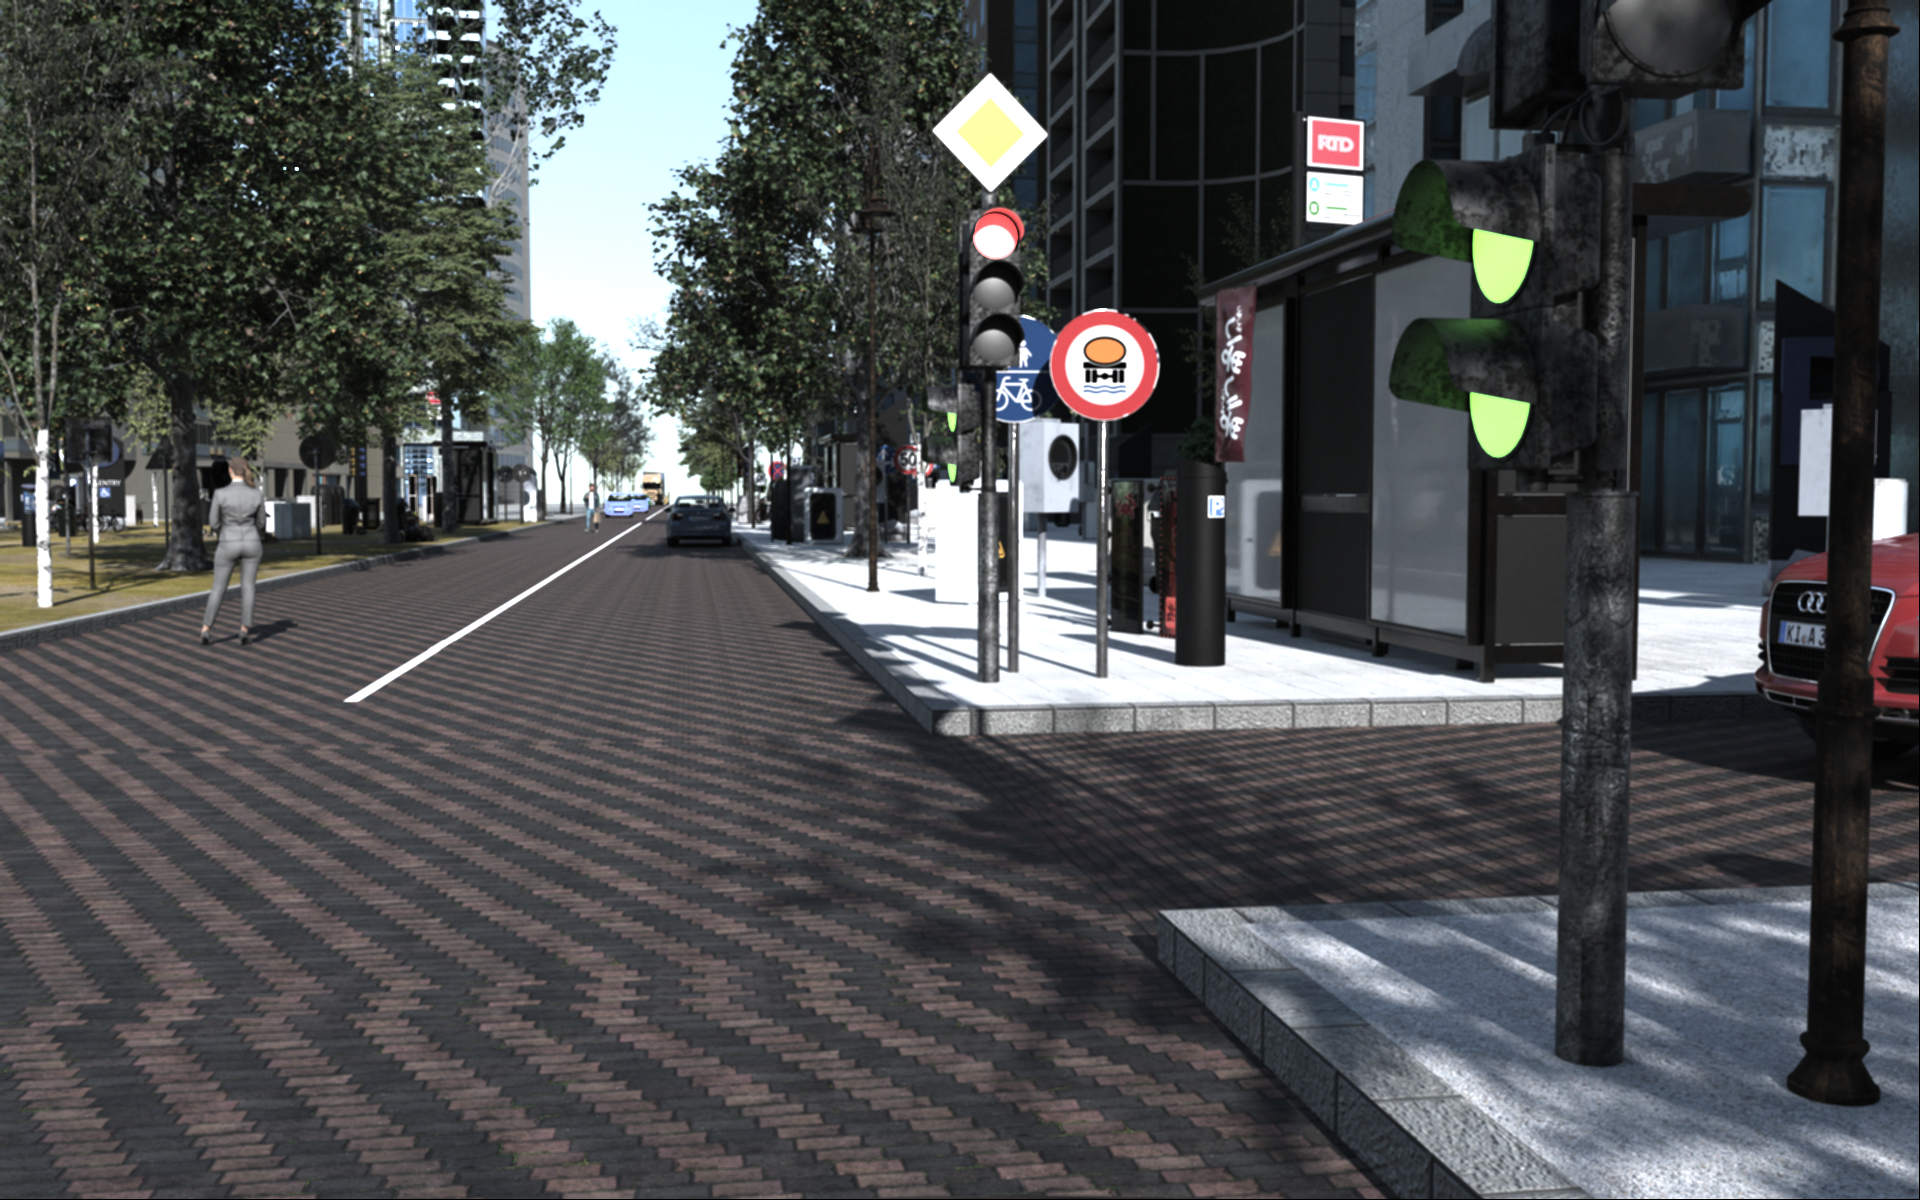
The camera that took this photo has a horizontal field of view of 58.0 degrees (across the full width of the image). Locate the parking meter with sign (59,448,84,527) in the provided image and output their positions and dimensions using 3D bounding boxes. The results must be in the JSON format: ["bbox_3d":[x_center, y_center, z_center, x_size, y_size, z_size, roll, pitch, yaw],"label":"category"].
[{"bbox_3d":[-34.059,-4.325,66.979,0.543,3.016,1.738,0,4,7],"label":"parking meter with sign"}]

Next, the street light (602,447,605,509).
[{"bbox_3d":[-30.783,-10.814,149.590,0.468,5.910,1.993,-1,4,-9],"label":"street light"}]

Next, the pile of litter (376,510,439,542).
[{"bbox_3d":[-14.959,-2.010,46.830,1.719,0.858,1.176,-1,4,-20],"label":"pile of litter"}]

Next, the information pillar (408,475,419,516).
[{"bbox_3d":[-21.139,-3.823,66.993,0.304,2.012,0.304,0,4,-5],"label":"information pillar"}]

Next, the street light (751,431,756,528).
[{"bbox_3d":[-7.741,-5.624,64.745,0.468,5.910,1.993,-1,4,-9],"label":"street light"}]

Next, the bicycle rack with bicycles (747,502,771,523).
[{"bbox_3d":[-8.357,-3.892,77.012,2.852,0.926,2.925,3,5,39],"label":"bicycle rack with bicycles"}]

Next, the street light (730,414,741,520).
[{"bbox_3d":[-10.995,-6.905,85.683,0.468,5.910,1.993,-1,4,-9],"label":"street light"}]

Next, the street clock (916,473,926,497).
[{"bbox_3d":[-1.197,-2.991,53.470,0.358,2.002,0.471,-1,4,-13],"label":"street clock"}]

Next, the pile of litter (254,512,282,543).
[{"bbox_3d":[-18.665,-1.954,45.911,1.719,0.858,1.176,1,4,18],"label":"pile of litter"}]

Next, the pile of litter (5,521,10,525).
[{"bbox_3d":[-37.994,-3.317,68.199,1.176,0.858,1.719,0,4,0],"label":"pile of litter"}]

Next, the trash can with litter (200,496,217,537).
[{"bbox_3d":[-22.820,-2.485,51.689,1.678,1.210,2.233,1,4,10],"label":"trash can with litter"}]

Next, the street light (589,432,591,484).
[{"bbox_3d":[-27.491,-9.533,128.658,0.468,5.910,1.993,-1,4,-9],"label":"street light"}]

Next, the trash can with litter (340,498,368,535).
[{"bbox_3d":[-19.182,-2.665,54.966,1.055,1.170,0.624,3,4,36],"label":"trash can with litter"}]

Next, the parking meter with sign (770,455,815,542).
[{"bbox_3d":[-4.238,-3.055,46.204,1.738,3.016,0.543,1,4,14],"label":"parking meter with sign"}]

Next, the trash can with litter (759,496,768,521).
[{"bbox_3d":[-9.618,-4.314,81.915,1.055,1.170,0.624,0,4,-8],"label":"trash can with litter"}]

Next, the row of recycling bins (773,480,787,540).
[{"bbox_3d":[-4.888,-2.606,49.713,1.069,1.692,3.534,0,4,-8],"label":"row of recycling bins"}]

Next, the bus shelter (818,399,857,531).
[{"bbox_3d":[-4.038,-5.274,63.858,2.179,5.291,8.768,-1,4,-9],"label":"bus shelter"}]

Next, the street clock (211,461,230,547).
[{"bbox_3d":[-16.052,-2.024,37.658,0.358,2.002,0.471,0,4,-1],"label":"street clock"}]

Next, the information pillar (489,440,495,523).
[{"bbox_3d":[-20.567,-5.172,75.915,0.183,3.616,0.504,-2,4,-29],"label":"information pillar"}]

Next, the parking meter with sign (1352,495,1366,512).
[{"bbox_3d":[8.504,-2.542,37.815,1.738,3.016,0.543,0,4,-5],"label":"parking meter with sign"}]

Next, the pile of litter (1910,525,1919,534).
[{"bbox_3d":[15.219,-0.802,27.071,1.176,0.858,1.719,-2,4,-34],"label":"pile of litter"}]

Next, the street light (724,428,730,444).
[{"bbox_3d":[-12.868,-7.628,97.500,0.468,5.910,1.993,-1,4,-9],"label":"street light"}]

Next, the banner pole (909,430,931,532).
[{"bbox_3d":[-1.393,-4.228,59.137,0.863,3.779,0.401,2,4,30],"label":"banner pole"}]

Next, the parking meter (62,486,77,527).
[{"bbox_3d":[-27.209,-2.722,52.915,0.372,1.533,0.369,0,3,0],"label":"parking meter"}]

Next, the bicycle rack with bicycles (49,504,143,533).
[{"bbox_3d":[-29.036,-2.681,57.223,2.852,0.926,2.925,2,4,35],"label":"bicycle rack with bicycles"}]

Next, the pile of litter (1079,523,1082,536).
[{"bbox_3d":[4.343,-2.423,53.586,1.719,0.858,1.176,-3,5,-41],"label":"pile of litter"}]

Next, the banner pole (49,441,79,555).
[{"bbox_3d":[-18.870,-2.825,36.208,0.401,3.779,0.863,1,4,15],"label":"banner pole"}]

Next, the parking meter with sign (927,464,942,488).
[{"bbox_3d":[-1.712,-5.213,81.493,1.738,3.016,0.543,-3,4,-38],"label":"parking meter with sign"}]

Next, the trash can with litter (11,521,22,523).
[{"bbox_3d":[-40.860,-3.992,76.330,1.678,1.210,2.233,-1,4,-19],"label":"trash can with litter"}]

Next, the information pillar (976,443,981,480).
[{"bbox_3d":[0.449,-3.149,42.840,0.504,3.616,0.183,2,4,31],"label":"information pillar"}]

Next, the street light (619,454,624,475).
[{"bbox_3d":[-36.946,-13.239,189.243,0.468,5.910,1.993,-1,4,-9],"label":"street light"}]

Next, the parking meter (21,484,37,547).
[{"bbox_3d":[-22.700,-2.071,42.280,0.372,1.533,0.369,0,3,0],"label":"parking meter"}]

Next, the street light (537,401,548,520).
[{"bbox_3d":[-20.764,-6.935,86.168,0.468,5.910,1.993,-1,4,-9],"label":"street light"}]

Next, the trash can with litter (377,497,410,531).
[{"bbox_3d":[-19.608,-2.965,59.869,0.624,1.170,1.055,2,4,27],"label":"trash can with litter"}]

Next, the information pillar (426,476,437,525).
[{"bbox_3d":[-21.931,-4.124,71.911,0.304,2.012,0.304,2,4,26],"label":"information pillar"}]

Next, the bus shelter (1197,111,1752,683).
[{"bbox_3d":[3.682,-2.343,15.936,2.179,5.291,8.768,-1,4,-9],"label":"bus shelter"}]

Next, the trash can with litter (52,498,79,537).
[{"bbox_3d":[-26.840,-2.484,51.995,0.624,1.170,1.055,-1,4,-19],"label":"trash can with litter"}]

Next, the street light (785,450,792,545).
[{"bbox_3d":[-4.336,-4.339,43.726,0.468,5.910,1.993,-1,4,-9],"label":"street light"}]

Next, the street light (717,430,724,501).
[{"bbox_3d":[-16.289,-8.942,118.992,0.468,5.910,1.993,-1,4,-9],"label":"street light"}]

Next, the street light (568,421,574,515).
[{"bbox_3d":[-24.151,-8.236,107.445,0.468,5.910,1.993,-1,4,-9],"label":"street light"}]

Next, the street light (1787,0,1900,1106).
[{"bbox_3d":[1.873,-1.881,3.537,0.468,5.910,1.993,-1,4,-9],"label":"street light"}]

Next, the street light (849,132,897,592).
[{"bbox_3d":[-1.144,-3.049,22.645,0.468,5.910,1.993,-1,4,-9],"label":"street light"}]

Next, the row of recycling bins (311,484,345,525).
[{"bbox_3d":[-26.533,-4.023,72.883,1.069,1.692,3.534,-1,4,-9],"label":"row of recycling bins"}]

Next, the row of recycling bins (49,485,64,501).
[{"bbox_3d":[-41.099,-4.446,79.810,1.069,1.692,3.534,2,4,31],"label":"row of recycling bins"}]

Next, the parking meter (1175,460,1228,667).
[{"bbox_3d":[1.809,-0.281,13.000,0.372,1.533,0.369,0,3,0],"label":"parking meter"}]

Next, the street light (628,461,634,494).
[{"bbox_3d":[-40.342,-14.575,211.090,0.468,5.910,1.993,-1,4,-9],"label":"street light"}]

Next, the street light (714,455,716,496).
[{"bbox_3d":[-19.511,-10.223,139.936,0.468,5.910,1.993,-1,4,-9],"label":"street light"}]
